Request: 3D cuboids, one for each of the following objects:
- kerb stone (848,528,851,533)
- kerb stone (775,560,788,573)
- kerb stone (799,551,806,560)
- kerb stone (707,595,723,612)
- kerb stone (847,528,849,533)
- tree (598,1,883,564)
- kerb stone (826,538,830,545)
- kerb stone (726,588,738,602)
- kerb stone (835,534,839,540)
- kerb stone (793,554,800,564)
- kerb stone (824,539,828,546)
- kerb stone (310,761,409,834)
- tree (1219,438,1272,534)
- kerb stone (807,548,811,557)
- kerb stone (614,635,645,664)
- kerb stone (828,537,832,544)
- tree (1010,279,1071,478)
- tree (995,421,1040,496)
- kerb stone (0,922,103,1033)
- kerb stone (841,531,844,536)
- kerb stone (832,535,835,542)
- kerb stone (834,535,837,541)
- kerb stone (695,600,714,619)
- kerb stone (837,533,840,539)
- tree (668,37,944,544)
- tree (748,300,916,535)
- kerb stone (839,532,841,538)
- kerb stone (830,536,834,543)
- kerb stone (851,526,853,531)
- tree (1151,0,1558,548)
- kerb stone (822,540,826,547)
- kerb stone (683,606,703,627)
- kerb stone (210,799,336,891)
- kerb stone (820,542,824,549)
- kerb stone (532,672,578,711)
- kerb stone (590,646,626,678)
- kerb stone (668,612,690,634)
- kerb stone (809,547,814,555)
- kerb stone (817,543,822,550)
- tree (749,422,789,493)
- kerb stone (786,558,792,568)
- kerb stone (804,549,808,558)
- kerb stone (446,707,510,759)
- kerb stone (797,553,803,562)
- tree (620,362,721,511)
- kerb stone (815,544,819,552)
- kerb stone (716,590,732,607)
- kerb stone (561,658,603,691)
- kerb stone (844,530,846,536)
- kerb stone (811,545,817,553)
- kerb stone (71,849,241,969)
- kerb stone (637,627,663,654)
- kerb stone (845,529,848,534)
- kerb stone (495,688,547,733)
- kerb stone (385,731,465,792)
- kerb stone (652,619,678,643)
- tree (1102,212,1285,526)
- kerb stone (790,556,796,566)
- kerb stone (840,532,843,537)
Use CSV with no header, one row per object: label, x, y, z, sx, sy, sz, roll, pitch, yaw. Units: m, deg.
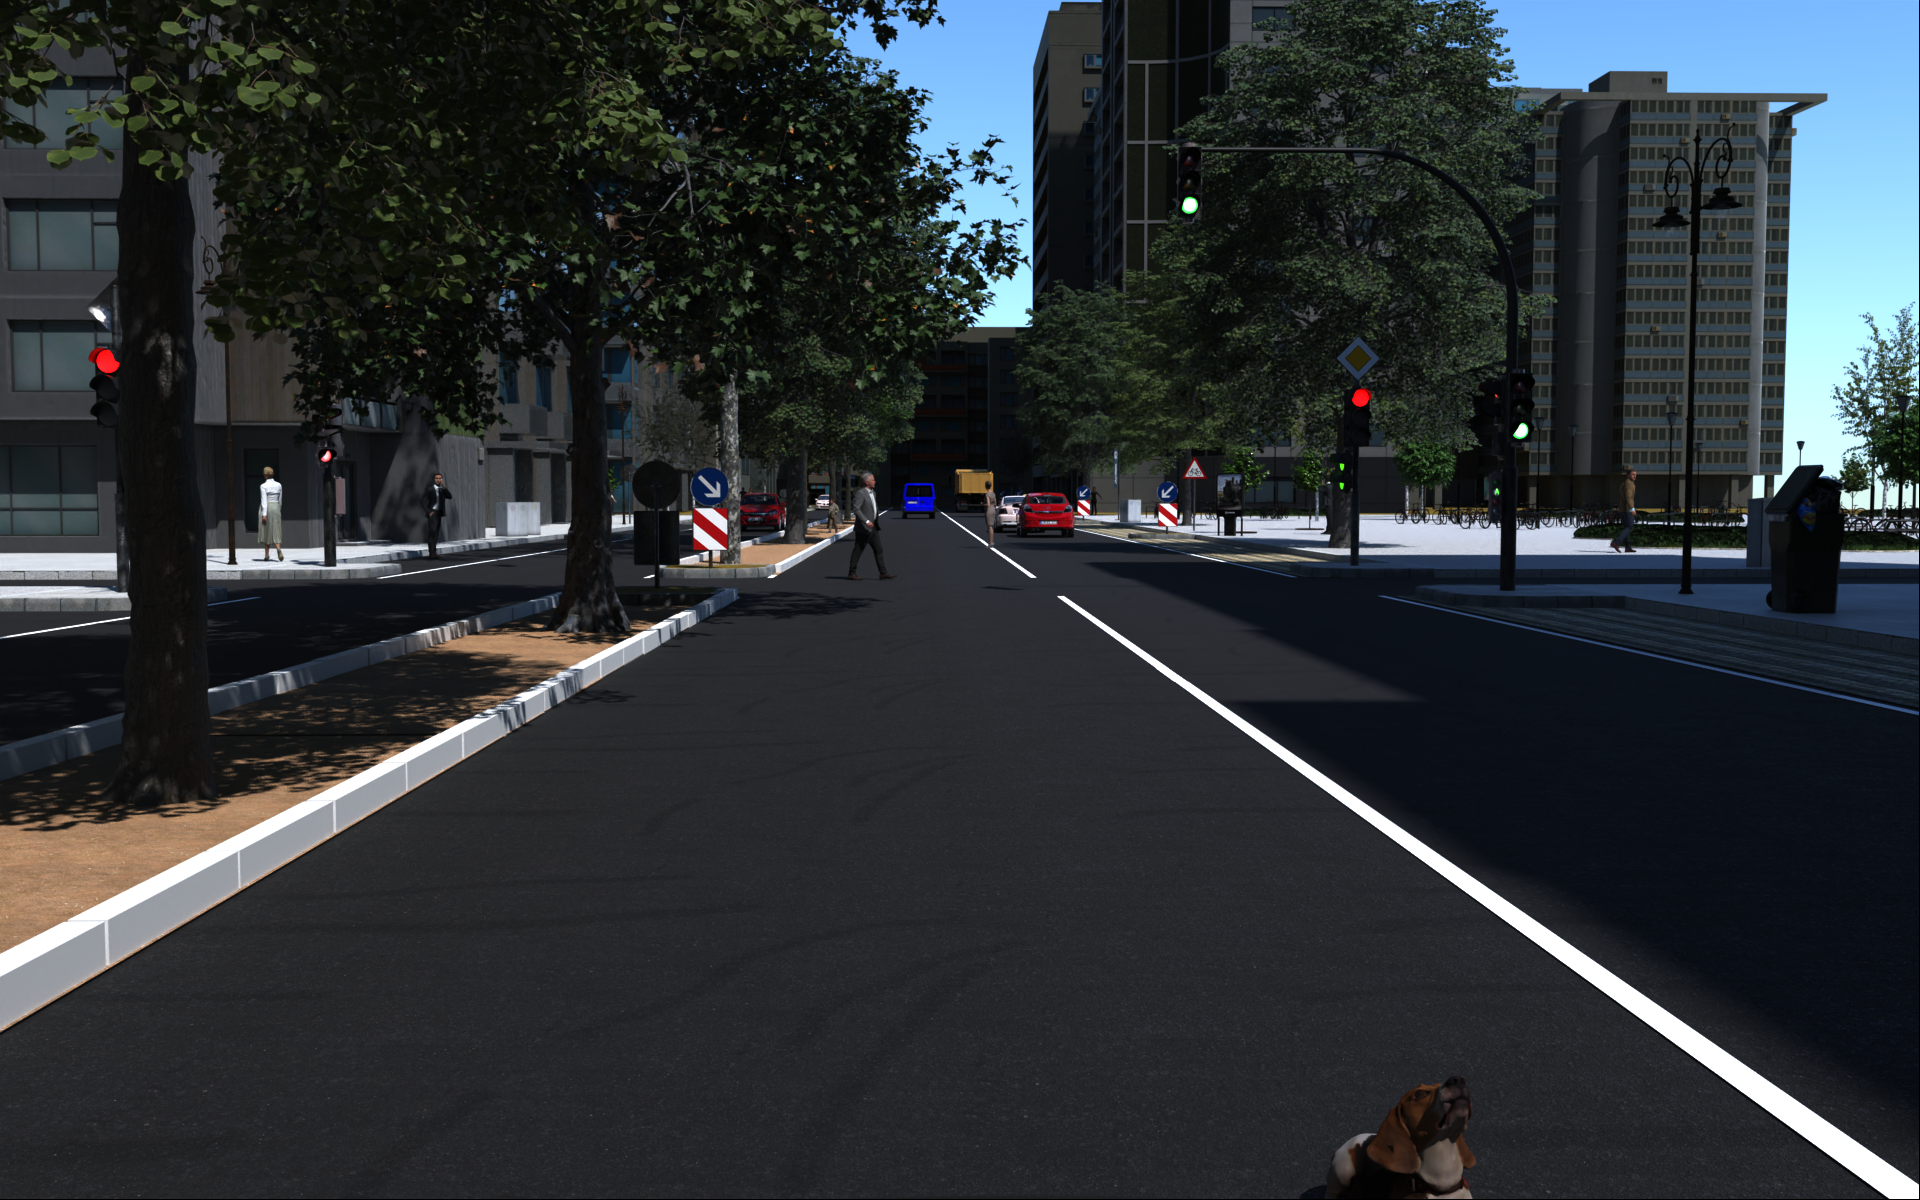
kerb stone,-4.059,-2.404,61.547,0.120,0.150,1.000,0,4,-1
kerb stone,-3.311,-0.590,31.844,0.120,0.150,1.000,0,4,-1
kerb stone,-3.427,-0.902,36.956,0.120,0.150,1.000,0,4,-1
kerb stone,-3.034,0.074,21.102,0.120,0.150,1.000,0,4,-1
kerb stone,-4.042,-2.341,60.525,0.120,0.150,1.000,0,4,-1
tree,-5.931,-10.843,35.634,12.611,20.169,13.585,0,3,0
kerb stone,-3.700,-1.525,47.202,0.120,0.150,1.000,0,4,-1
kerb stone,-3.085,-0.055,23.152,0.120,0.150,1.000,0,4,-1
kerb stone,-3.827,-1.843,52.324,0.120,0.150,1.000,0,4,-1
kerb stone,-3.380,-0.776,34.913,0.120,0.150,1.000,0,4,-1
kerb stone,-3.677,-1.461,46.181,0.120,0.150,1.000,0,4,-1
kerb stone,-2.692,0.884,7.767,0.120,0.150,1.000,0,4,-1
tree,9.363,-3.797,56.689,1.663,3.219,1.824,0,3,0
kerb stone,-3.495,-1.022,39.002,0.120,0.150,1.000,0,4,-1
kerb stone,-2.875,0.444,14.939,0.120,0.150,1.000,0,4,-1
kerb stone,-3.728,-1.593,48.236,0.120,0.150,1.000,0,4,-1
tree,7.656,-12.001,102.879,9.857,13.997,8.962,0,3,0
tree,5.723,-13.199,166.168,4.360,8.622,3.978,0,3,0
kerb stone,-2.613,1.070,4.698,0.120,0.150,1.000,0,4,-1
kerb stone,-3.938,-2.094,56.435,0.120,0.150,1.000,0,4,-1
kerb stone,-3.782,-1.715,50.280,0.120,0.150,1.000,0,4,-1
kerb stone,-3.811,-1.780,51.302,0.120,0.150,1.000,0,4,-1
kerb stone,-3.000,0.132,20.070,0.120,0.150,1.000,0,4,-1
kerb stone,-3.859,-1.904,53.346,0.120,0.150,1.000,0,4,-1
tree,-4.735,-8.554,48.974,9.857,13.997,8.962,0,3,0
tree,-5.154,-8.705,70.540,9.928,11.665,9.643,0,3,0
kerb stone,-3.888,-1.966,54.377,0.120,0.150,1.000,0,4,-1
kerb stone,-3.749,-1.655,49.258,0.120,0.150,1.000,0,4,-1
kerb stone,-4.148,-2.593,64.623,0.120,0.150,1.000,0,4,-1
tree,9.182,-8.206,40.825,9.857,13.997,8.962,0,3,0
kerb stone,-3.650,-1.404,45.158,0.120,0.150,1.000,0,4,-1
kerb stone,-2.976,0.197,19.041,0.120,0.150,1.000,0,4,-1
kerb stone,-2.668,0.947,6.742,0.120,0.150,1.000,0,4,-1
kerb stone,-3.621,-1.332,44.129,0.120,0.150,1.000,0,4,-1
kerb stone,-2.798,0.636,11.872,0.120,0.150,1.000,0,4,-1
kerb stone,-2.851,0.506,13.918,0.120,0.150,1.000,0,4,-1
kerb stone,-2.957,0.256,18.015,0.120,0.150,1.000,0,4,-1
kerb stone,-3.518,-1.088,40.024,0.120,0.150,1.000,0,4,-1
kerb stone,-3.593,-1.277,43.102,0.120,0.150,1.000,0,4,-1
tree,-17.221,-12.454,153.977,4.360,8.622,3.978,0,3,0
kerb stone,-3.333,-0.649,32.869,0.120,0.150,1.000,0,4,-1
kerb stone,-3.470,-0.962,37.979,0.120,0.150,1.000,0,4,-1
kerb stone,-2.741,0.757,9.816,0.120,0.150,1.000,0,4,-1
kerb stone,-3.411,-0.840,35.934,0.120,0.150,1.000,0,4,-1
tree,-16.184,-8.824,94.632,4.360,8.622,3.978,0,3,0
kerb stone,-3.570,-1.216,42.080,0.120,0.150,1.000,0,4,-1
kerb stone,-3.056,0.004,22.125,0.120,0.150,1.000,0,4,-1
kerb stone,-2.831,0.569,12.893,0.120,0.150,1.000,0,4,-1
kerb stone,-3.959,-2.157,57.457,0.120,0.150,1.000,0,4,-1
kerb stone,-3.542,-1.153,41.055,0.120,0.150,1.000,0,4,-1
kerb stone,-2.640,1.008,5.720,0.120,0.150,1.000,0,4,-1
kerb stone,-2.892,0.381,15.964,0.120,0.150,1.000,0,4,-1
kerb stone,-4.010,-2.280,59.501,0.120,0.150,1.000,0,4,-1
kerb stone,-2.768,0.700,10.838,0.120,0.150,1.000,0,4,-1
kerb stone,-2.718,0.820,8.788,0.120,0.150,1.000,0,4,-1
kerb stone,-2.925,0.318,16.993,0.120,0.150,1.000,0,4,-1
tree,9.594,-9.273,69.734,7.486,12.596,7.792,0,3,0
kerb stone,-3.356,-0.715,33.890,0.120,0.150,1.000,0,4,-1
kerb stone,-3.913,-2.030,55.413,0.120,0.150,1.000,0,4,-1
